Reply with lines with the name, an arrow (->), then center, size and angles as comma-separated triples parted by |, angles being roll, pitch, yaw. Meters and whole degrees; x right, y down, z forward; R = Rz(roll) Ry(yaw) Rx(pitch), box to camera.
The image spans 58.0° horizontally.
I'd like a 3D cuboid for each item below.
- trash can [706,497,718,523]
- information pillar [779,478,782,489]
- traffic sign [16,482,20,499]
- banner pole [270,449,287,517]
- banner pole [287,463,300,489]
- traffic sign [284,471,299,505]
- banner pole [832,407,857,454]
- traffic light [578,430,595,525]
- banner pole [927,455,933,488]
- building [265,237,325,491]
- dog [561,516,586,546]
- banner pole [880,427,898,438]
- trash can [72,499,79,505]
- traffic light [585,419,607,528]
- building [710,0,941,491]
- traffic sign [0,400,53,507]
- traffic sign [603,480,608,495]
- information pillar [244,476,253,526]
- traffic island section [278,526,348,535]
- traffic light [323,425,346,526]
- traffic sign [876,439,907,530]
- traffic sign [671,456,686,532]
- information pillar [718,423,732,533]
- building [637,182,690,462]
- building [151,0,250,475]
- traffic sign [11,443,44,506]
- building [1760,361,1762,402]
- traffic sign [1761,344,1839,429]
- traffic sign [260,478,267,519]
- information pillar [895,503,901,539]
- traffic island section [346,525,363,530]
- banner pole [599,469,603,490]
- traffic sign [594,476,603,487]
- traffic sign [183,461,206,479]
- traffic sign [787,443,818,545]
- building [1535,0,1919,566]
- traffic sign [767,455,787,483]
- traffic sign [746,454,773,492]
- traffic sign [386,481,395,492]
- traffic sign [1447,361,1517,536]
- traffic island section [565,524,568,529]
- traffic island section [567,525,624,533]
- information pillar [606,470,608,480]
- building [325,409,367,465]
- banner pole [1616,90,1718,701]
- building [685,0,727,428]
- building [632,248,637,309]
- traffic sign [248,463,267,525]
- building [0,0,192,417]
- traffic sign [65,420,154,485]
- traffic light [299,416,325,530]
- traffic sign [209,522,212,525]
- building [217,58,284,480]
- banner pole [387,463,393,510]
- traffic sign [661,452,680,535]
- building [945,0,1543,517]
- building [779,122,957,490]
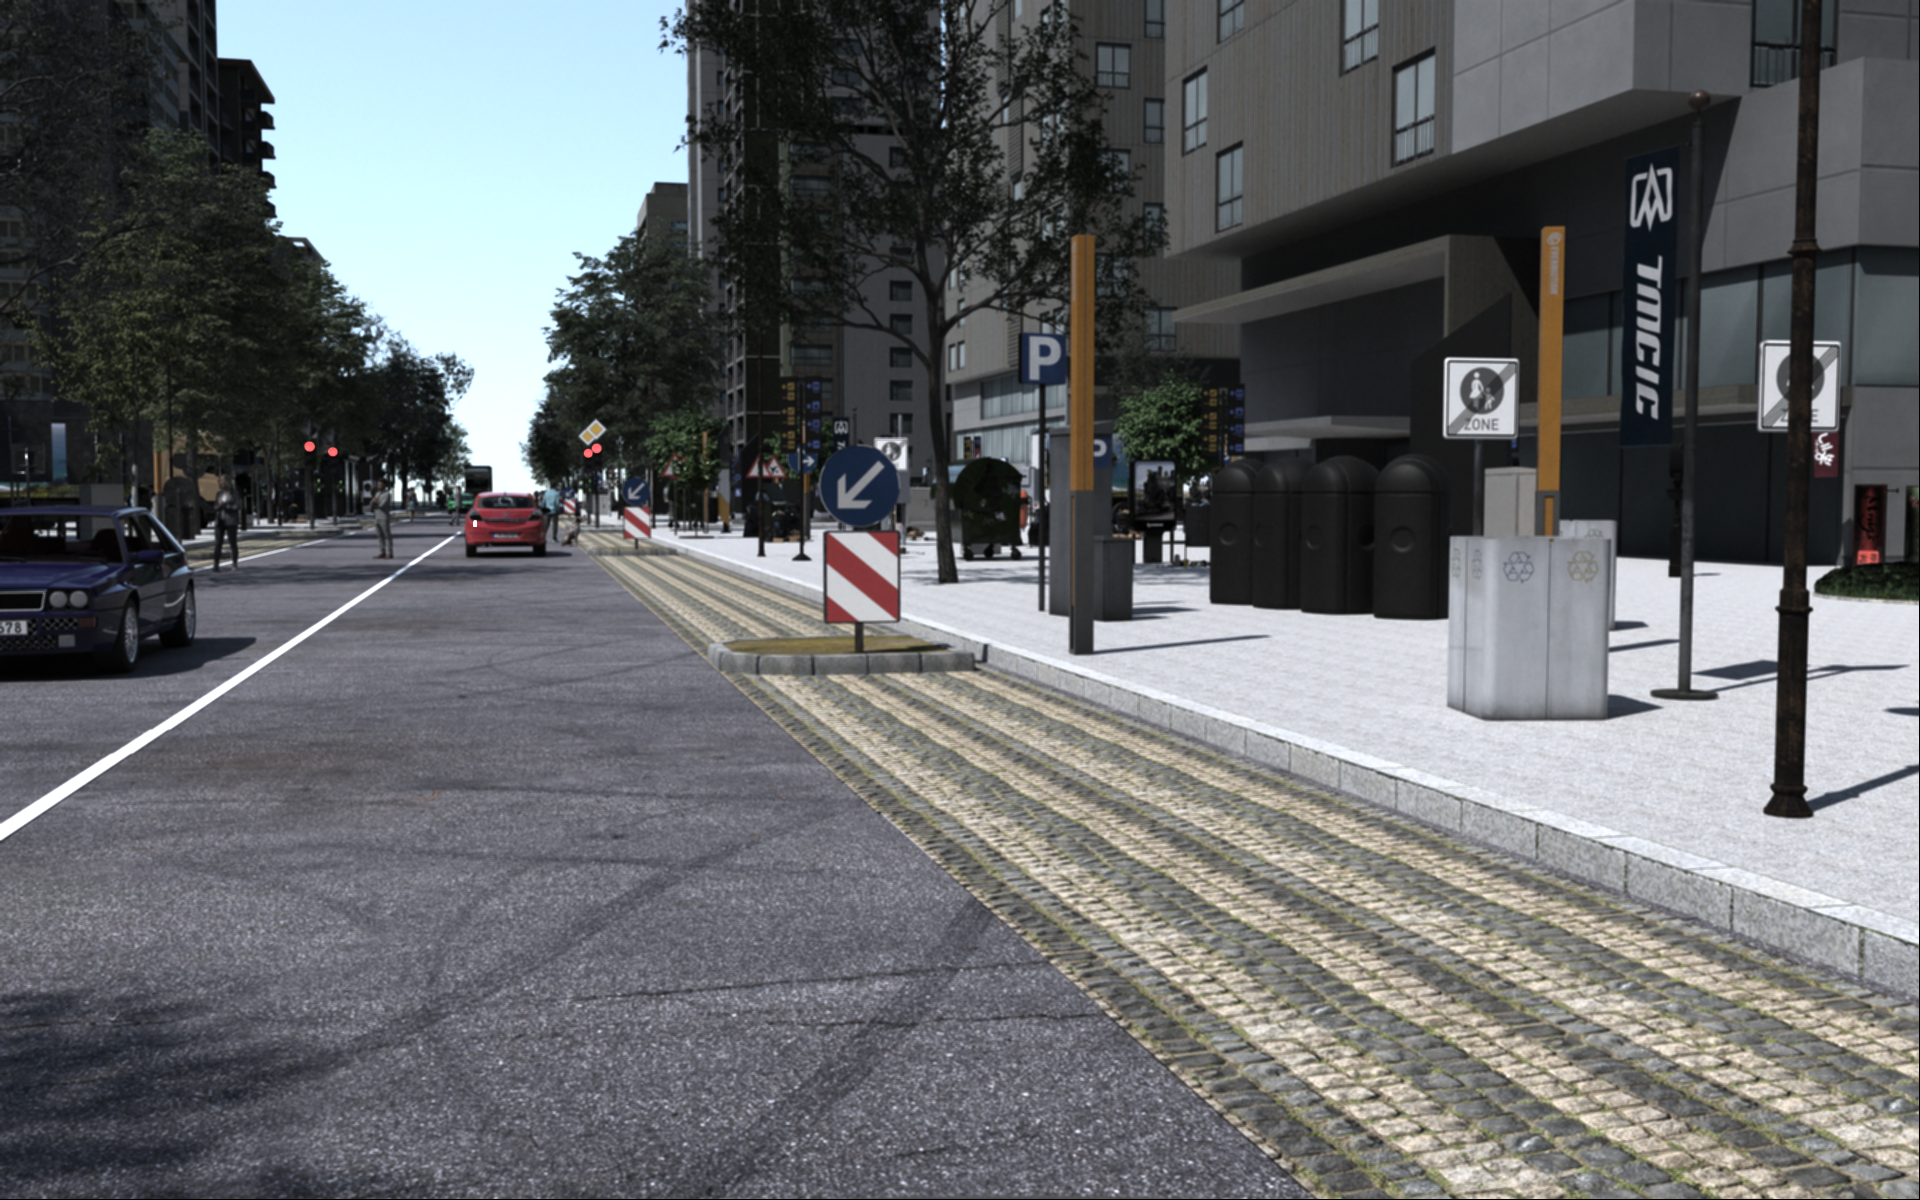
trash can -> -10.914, -3.935, 75.998 | 0.748, 1.137, 0.748 | 0, 3, 0
information pillar -> -15.152, -9.458, 145.990 | 0.183, 3.616, 0.504 | -2, 4, -25
traffic sign -> -25.345, -2.850, 46.607 | 0.884, 2.594, 0.081 | -1, 4, -10
banner pole -> -37.482, -6.410, 94.827 | 0.401, 3.779, 0.863 | 1, 4, 16
banner pole -> -43.671, -7.567, 113.739 | 0.863, 3.779, 0.401 | 1, 4, 21
traffic sign -> -36.963, -5.851, 95.775 | 0.768, 2.556, 0.104 | -1, 4, -13
banner pole -> -3.240, -3.647, 49.653 | 0.863, 3.779, 0.401 | 0, 4, 2
traffic light -> -15.561, -5.107, 72.425 | 0.839, 4.253, 0.868 | -1, 4, -14
banner pole -> -1.947, -7.428, 111.469 | 0.401, 3.779, 0.863 | 2, 4, 30
building -> -102.392, -33.598, 241.207 | 32.217, 40.220, 23.993 | -1, 4, -14
dog -> -10.782, -1.892, 47.772 | 0.800, 0.831, 0.513 | 2, 4, 32
banner pole -> -2.569, -4.551, 64.420 | 0.863, 3.779, 0.401 | 0, 4, 7
trash can -> -23.569, -2.152, 46.832 | 0.748, 1.137, 0.748 | 0, 3, 0
traffic light -> -13.588, -4.634, 64.687 | 0.839, 4.253, 0.868 | -1, 4, -14
building -> -14.224, -44.893, 172.258 | 20.563, 71.187, 20.611 | -1, 4, -14
traffic sign -> -20.846, -2.663, 37.419 | 2.265, 3.308, 0.079 | -1, 4, -14
traffic sign -> -25.354, -7.465, 124.189 | 0.606, 2.300, 0.079 | -1, 4, -14
information pillar -> -28.346, -3.940, 68.914 | 0.304, 2.012, 0.304 | -3, 5, -43
traffic island section -> -23.328, -2.450, 62.332 | 2.009, 0.180, 2.903 | -1, 4, -14
traffic light -> -25.259, -4.956, 69.946 | 0.839, 4.253, 0.868 | -1, 4, -14
traffic sign -> -1.257, -1.808, 31.692 | 0.606, 2.300, 0.079 | 0, 4, -5
traffic sign -> -9.330, -3.584, 58.595 | 0.884, 2.594, 0.081 | 0, 4, -8
information pillar -> -7.769, -4.016, 57.017 | 0.183, 3.616, 0.504 | 2, 4, 34
building -> -37.896, -39.284, 265.990 | 21.300, 48.544, 21.600 | -1, 4, -14
building -> -71.458, -43.230, 145.058 | 20.563, 71.187, 20.611 | -1, 4, -14
traffic sign -> -18.697, -1.997, 34.774 | 0.606, 2.300, 0.079 | -1, 4, -9
building -> 43.952, -25.962, 108.066 | 14.086, 41.232, 14.154 | -1, 4, -14
traffic sign -> 5.608, -0.583, 11.663 | 0.606, 2.300, 0.079 | -1, 4, -11
traffic sign -> -36.290, -5.440, 90.125 | 0.795, 2.450, 0.064 | -1, 4, -9
information pillar -> -1.695, -2.750, 49.449 | 0.304, 2.012, 0.304 | 0, 4, 6
traffic island section -> -25.300, -2.923, 70.070 | 2.009, 0.180, 2.903 | -1, 4, -14
banner pole -> -25.361, -8.060, 121.802 | 0.863, 3.779, 0.401 | 3, 4, 37
traffic sign -> -24.731, -7.221, 118.162 | 0.768, 2.556, 0.104 | 0, 4, -5
traffic sign -> -27.251, -3.764, 61.655 | 0.768, 2.556, 0.104 | -1, 4, -12
traffic sign -> -3.945, -2.652, 43.459 | 0.768, 2.556, 0.104 | 0, 4, -6
building -> 22.573, -27.820, 44.104 | 28.713, 52.752, 27.495 | -1, 4, -14
traffic sign -> -6.127, -3.490, 57.072 | 0.884, 2.594, 0.081 | 0, 4, -7
traffic sign -> -6.518, -3.440, 56.241 | 0.884, 2.594, 0.081 | 0, 4, -8
traffic sign -> -46.938, -8.718, 142.550 | 0.884, 2.594, 0.081 | -1, 4, -11
traffic sign -> 3.922, -0.673, 13.129 | 0.606, 2.300, 0.079 | -1, 4, -12
traffic island section -> -15.519, -3.075, 72.550 | 2.009, 0.180, 2.903 | -1, 4, -14
traffic island section -> -13.547, -2.601, 64.811 | 2.009, 0.180, 2.903 | -1, 4, -14
information pillar -> -29.450, -9.397, 145.001 | 0.504, 3.616, 0.183 | 3, 4, 38
building -> -107.467, -25.883, 268.233 | 27.650, 21.520, 28.899 | -1, 4, -14
banner pole -> 4.498, -1.287, 11.053 | 0.401, 3.779, 0.863 | -1, 4, -21
building -> -20.244, -40.053, 196.871 | 21.231, 58.520, 28.212 | -1, 4, -14
building -> -43.468, -38.968, 291.747 | 22.147, 44.769, 28.867 | -1, 4, -14
traffic sign -> -28.874, -4.349, 71.214 | 0.768, 2.556, 0.104 | -1, 4, -9
building -> -69.315, -26.334, 122.443 | 32.217, 40.220, 23.993 | -1, 4, -14
traffic sign -> -23.292, -3.278, 47.466 | 2.265, 3.308, 0.079 | 0, 4, -6
traffic light -> -23.286, -4.482, 62.207 | 0.839, 4.253, 0.868 | -1, 4, -14
traffic sign -> -30.725, -4.332, 70.929 | 0.768, 2.556, 0.104 | 0, 4, -8
building -> -79.457, -31.499, 169.633 | 22.147, 44.769, 28.867 | -1, 4, -14
banner pole -> -45.944, -9.157, 139.730 | 0.401, 3.779, 0.863 | 1, 4, 19
traffic sign -> -8.806, -3.276, 53.573 | 0.884, 2.594, 0.081 | -1, 4, -9
building -> 14.862, -31.563, 105.295 | 27.495, 52.752, 28.713 | -1, 4, -14
building -> -7.569, -22.449, 138.743 | 14.160, 30.474, 14.107 | -1, 4, -14
